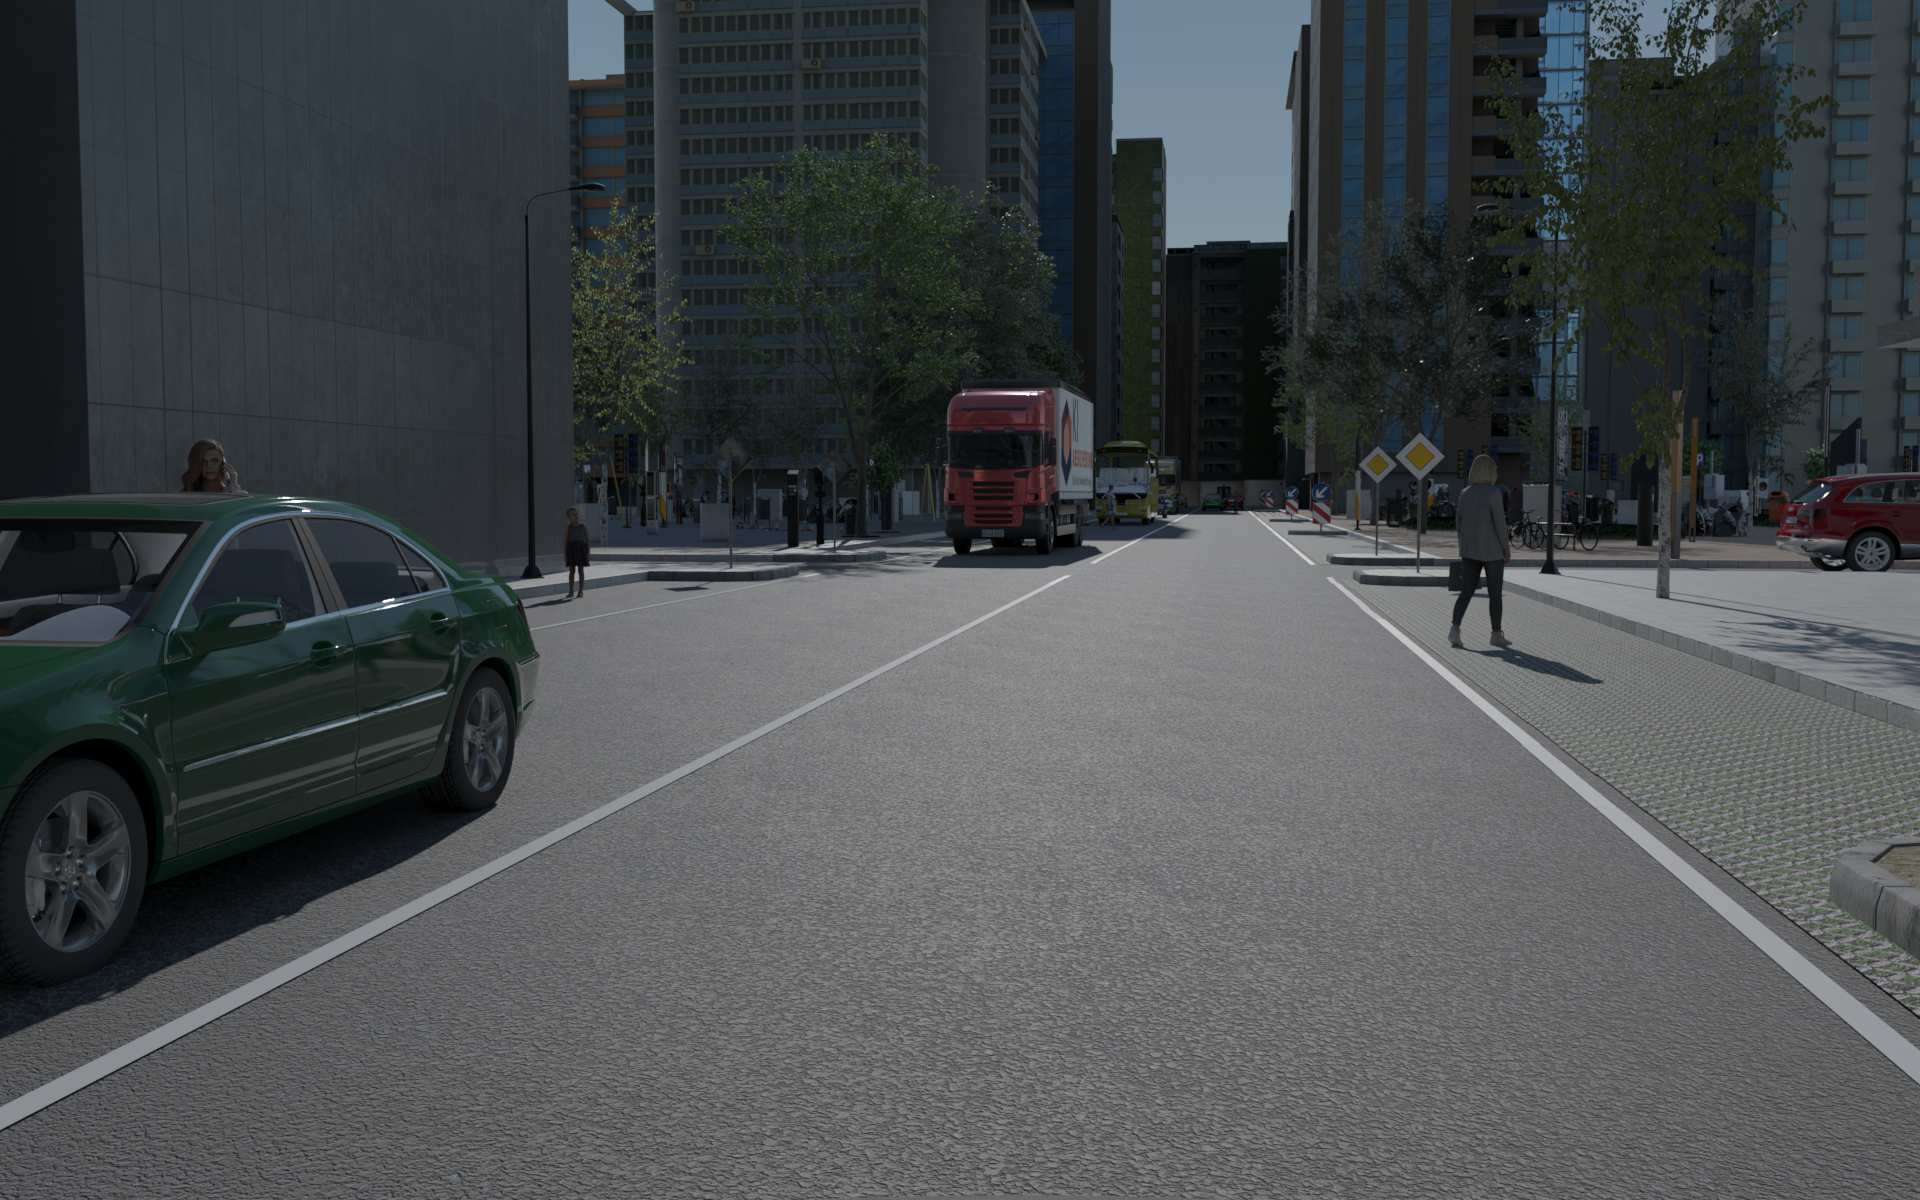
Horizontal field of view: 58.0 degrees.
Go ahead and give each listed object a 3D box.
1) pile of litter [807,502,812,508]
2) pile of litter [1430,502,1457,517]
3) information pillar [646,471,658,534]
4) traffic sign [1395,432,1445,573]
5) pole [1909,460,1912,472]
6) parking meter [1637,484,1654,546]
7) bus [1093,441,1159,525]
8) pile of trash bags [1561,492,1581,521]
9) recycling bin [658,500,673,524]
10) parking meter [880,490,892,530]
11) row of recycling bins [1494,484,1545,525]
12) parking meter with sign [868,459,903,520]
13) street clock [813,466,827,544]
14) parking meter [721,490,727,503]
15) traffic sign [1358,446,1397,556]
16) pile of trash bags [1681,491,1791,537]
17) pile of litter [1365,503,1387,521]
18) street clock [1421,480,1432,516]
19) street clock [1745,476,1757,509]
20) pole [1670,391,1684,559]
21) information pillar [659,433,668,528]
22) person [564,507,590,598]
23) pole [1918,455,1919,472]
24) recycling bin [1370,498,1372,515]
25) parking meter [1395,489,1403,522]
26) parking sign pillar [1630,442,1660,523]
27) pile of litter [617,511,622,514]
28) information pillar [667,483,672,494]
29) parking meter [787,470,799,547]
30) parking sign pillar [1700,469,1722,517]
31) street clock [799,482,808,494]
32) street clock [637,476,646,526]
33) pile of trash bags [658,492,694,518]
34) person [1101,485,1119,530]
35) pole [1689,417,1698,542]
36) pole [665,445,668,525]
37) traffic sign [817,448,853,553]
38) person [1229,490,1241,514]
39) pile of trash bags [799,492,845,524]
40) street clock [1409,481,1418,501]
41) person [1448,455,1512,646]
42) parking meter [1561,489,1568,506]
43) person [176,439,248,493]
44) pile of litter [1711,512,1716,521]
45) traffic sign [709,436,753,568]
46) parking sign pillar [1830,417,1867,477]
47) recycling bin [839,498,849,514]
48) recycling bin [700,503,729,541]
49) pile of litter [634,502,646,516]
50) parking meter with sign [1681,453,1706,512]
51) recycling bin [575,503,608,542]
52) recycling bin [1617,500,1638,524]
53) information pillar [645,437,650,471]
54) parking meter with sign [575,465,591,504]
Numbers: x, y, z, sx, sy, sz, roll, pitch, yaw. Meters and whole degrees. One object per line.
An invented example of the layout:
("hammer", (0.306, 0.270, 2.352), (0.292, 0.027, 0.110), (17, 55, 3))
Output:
("pile of litter", (-9.151, -5.376, 101.859), (1.176, 0.858, 1.719), (3, 4, 38))
("pile of litter", (25.893, -4.717, 91.083), (1.719, 0.858, 1.176), (3, 5, 44))
("information pillar", (-9.823, -3.103, 55.227), (0.304, 2.012, 0.304), (0, 4, 5))
("traffic sign", (7.449, -1.497, 28.111), (0.795, 2.450, 0.064), (1, 4, 9))
("pole", (56.831, -6.719, 103.693), (0.158, 3.312, 0.155), (0, 3, 0))
("parking meter", (16.926, -2.101, 42.769), (0.372, 1.533, 0.369), (0, 3, 0))
("bus", (8.087, -5.616, 83.361), (2.896, 3.916, 12.252), (1, 4, 8))
("pile of trash bags", (26.326, -4.116, 77.056), (3.447, 1.369, 1.912), (-2, 4, -32))
("recycling bin", (-13.061, -3.871, 75.843), (0.722, 1.027, 0.722), (2, 4, 24))
("parking meter", (-2.632, -3.429, 61.780), (0.399, 1.863, 0.255), (0, 4, 7))
("row of recycling bins", (22.651, -3.939, 71.515), (3.534, 1.692, 1.069), (3, 4, 38))
("parking meter with sign", (-3.646, -5.449, 85.349), (1.738, 3.016, 0.543), (2, 4, 24))
("street clock", (-3.567, -2.425, 44.212), (0.358, 2.002, 0.471), (0, 4, 5))
("parking meter", (-13.386, -5.476, 97.951), (0.372, 1.533, 0.369), (0, 3, 0))
("traffic sign", (8.671, -1.979, 36.003), (0.795, 2.450, 0.064), (1, 4, 9))
("pile of trash bags", (23.283, -2.594, 52.169), (1.912, 1.369, 3.447), (-3, 4, -37))
("pile of litter", (20.213, -4.278, 83.914), (1.176, 0.858, 1.719), (1, 4, 18))
("street clock", (22.918, -4.928, 85.147), (0.471, 2.002, 0.358), (0, 4, 2))
("street clock", (32.330, -4.052, 70.817), (0.471, 2.002, 0.358), (-2, 4, -33))
("pole", (14.160, -2.471, 34.243), (0.158, 3.312, 0.155), (0, 3, 0))
("information pillar", (-11.393, -4.586, 66.336), (0.183, 3.616, 0.504), (1, 4, 12))
("person", (-5.309, -0.663, 24.010), (0.362, 1.253, 0.373), (0, 4, -5))
("pole", (49.789, -5.878, 89.942), (0.158, 3.312, 0.155), (0, 3, 0))
("recycling bin", (24.741, -5.666, 105.186), (0.722, 1.027, 0.722), (-1, 4, -10))
("parking meter", (20.522, -4.437, 80.962), (0.372, 1.533, 0.369), (0, 3, 0))
("parking sign pillar", (30.514, -5.412, 76.952), (1.447, 3.967, 1.447), (-3, 4, -38))
("pile of litter", (-22.422, -5.929, 110.910), (1.719, 0.858, 1.176), (0, 4, -6))
("information pillar", (-18.645, -6.508, 110.902), (0.304, 2.012, 0.304), (1, 4, 10))
("parking meter", (-4.048, -2.221, 42.027), (0.255, 1.863, 0.399), (0, 4, 0))
("parking sign pillar", (41.340, -6.541, 95.415), (1.447, 3.967, 1.447), (-2, 4, -26))
("street clock", (-8.899, -5.737, 98.362), (0.471, 2.002, 0.358), (2, 4, 27))
("street clock", (-12.576, -3.930, 68.827), (0.471, 2.002, 0.358), (2, 4, 28))
("pile of trash bags", (-15.804, -5.248, 95.550), (1.912, 1.369, 3.447), (-1, 4, -17))
("person", (5.986, -3.713, 69.309), (0.778, 1.811, 0.616), (1, 4, 23))
("pole", (19.555, -3.201, 46.171), (0.158, 3.312, 0.155), (0, 3, 0))
("pole", (-12.267, -4.775, 71.906), (0.158, 3.312, 0.155), (0, 3, 0))
("traffic sign", (-2.735, -2.088, 37.783), (0.795, 2.450, 0.064), (1, 4, 9))
("person", (19.674, -7.016, 123.927), (0.721, 1.743, 1.217), (-2, 4, -32))
("pile of trash bags", (-6.136, -4.070, 76.301), (1.912, 1.369, 3.447), (3, 5, 44))
("street clock", (25.756, -5.742, 98.449), (0.471, 2.002, 0.358), (-1, 4, -17))
("person", (4.850, -0.468, 16.334), (0.728, 1.800, 0.709), (-2, 4, -31))
("parking meter", (27.566, -4.321, 79.063), (0.372, 1.533, 0.369), (0, 3, 0))
("person", (-4.448, -0.066, 10.162), (0.593, 1.750, 0.643), (-1, 4, -14))
("pile of litter", (37.089, -4.277, 83.901), (1.176, 0.858, 1.719), (-3, 5, -42))
("traffic sign", (-3.957, -1.605, 29.891), (0.795, 2.450, 0.064), (1, 4, 9))
("parking sign pillar", (31.412, -4.452, 61.269), (1.447, 3.967, 1.447), (-1, 4, -15))
("recycling bin", (-7.377, -6.071, 111.819), (0.722, 1.027, 0.722), (1, 4, 10))
("recycling bin", (-6.721, -2.131, 47.402), (0.722, 1.027, 0.722), (-1, 4, -13))
("pile of litter", (-19.216, -5.538, 104.515), (1.176, 0.858, 1.719), (1, 4, 21))
("parking meter with sign", (30.741, -4.728, 73.569), (1.738, 3.016, 0.543), (-1, 4, -18))
("recycling bin", (-9.954, -2.079, 46.552), (0.722, 1.027, 0.722), (3, 4, 39))
("recycling bin", (26.924, -3.506, 69.872), (0.722, 1.027, 0.722), (1, 4, 19))
("information pillar", (-12.871, -4.900, 71.463), (0.183, 3.616, 0.504), (-1, 4, -23))
("parking meter with sign", (-22.672, -6.505, 102.615), (1.738, 3.016, 0.543), (3, 4, 36))
